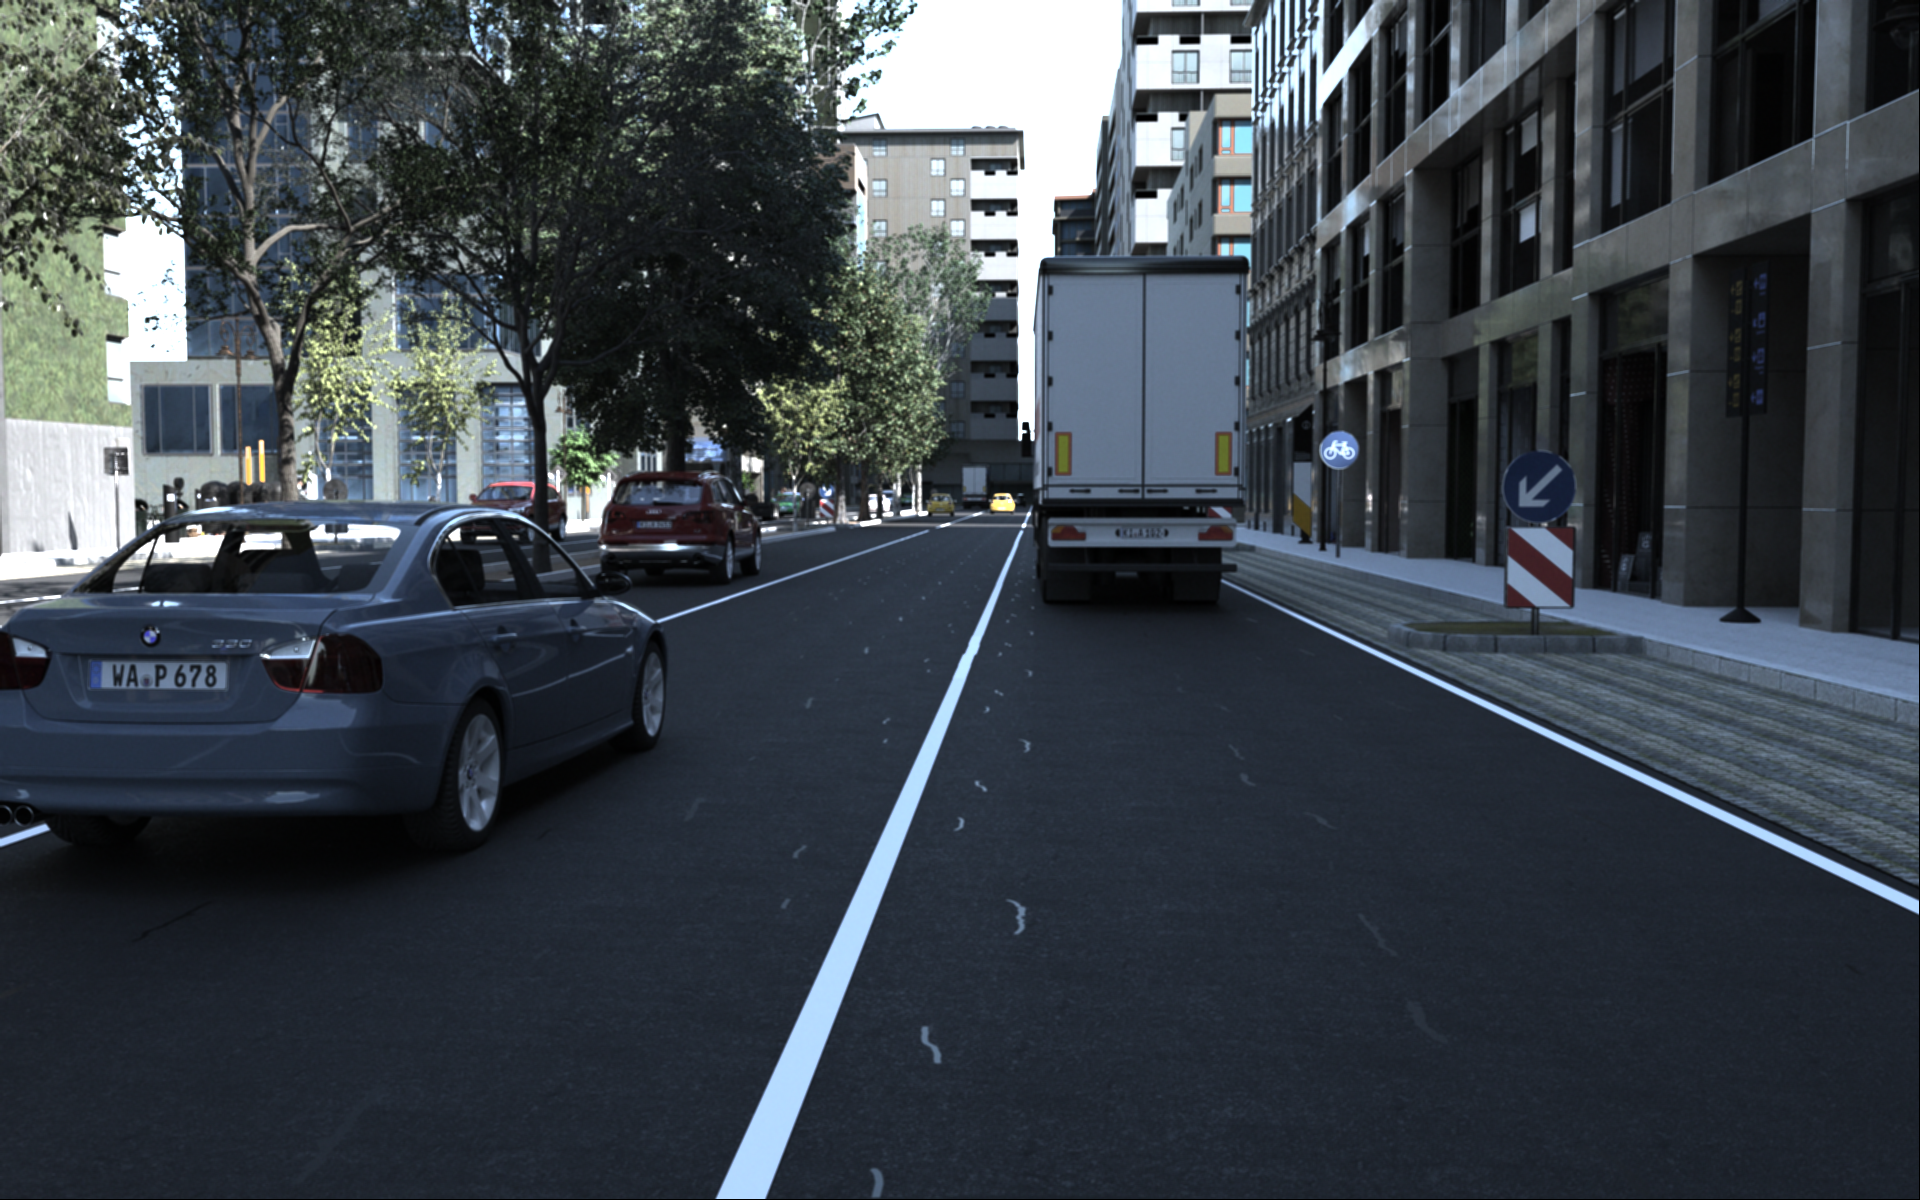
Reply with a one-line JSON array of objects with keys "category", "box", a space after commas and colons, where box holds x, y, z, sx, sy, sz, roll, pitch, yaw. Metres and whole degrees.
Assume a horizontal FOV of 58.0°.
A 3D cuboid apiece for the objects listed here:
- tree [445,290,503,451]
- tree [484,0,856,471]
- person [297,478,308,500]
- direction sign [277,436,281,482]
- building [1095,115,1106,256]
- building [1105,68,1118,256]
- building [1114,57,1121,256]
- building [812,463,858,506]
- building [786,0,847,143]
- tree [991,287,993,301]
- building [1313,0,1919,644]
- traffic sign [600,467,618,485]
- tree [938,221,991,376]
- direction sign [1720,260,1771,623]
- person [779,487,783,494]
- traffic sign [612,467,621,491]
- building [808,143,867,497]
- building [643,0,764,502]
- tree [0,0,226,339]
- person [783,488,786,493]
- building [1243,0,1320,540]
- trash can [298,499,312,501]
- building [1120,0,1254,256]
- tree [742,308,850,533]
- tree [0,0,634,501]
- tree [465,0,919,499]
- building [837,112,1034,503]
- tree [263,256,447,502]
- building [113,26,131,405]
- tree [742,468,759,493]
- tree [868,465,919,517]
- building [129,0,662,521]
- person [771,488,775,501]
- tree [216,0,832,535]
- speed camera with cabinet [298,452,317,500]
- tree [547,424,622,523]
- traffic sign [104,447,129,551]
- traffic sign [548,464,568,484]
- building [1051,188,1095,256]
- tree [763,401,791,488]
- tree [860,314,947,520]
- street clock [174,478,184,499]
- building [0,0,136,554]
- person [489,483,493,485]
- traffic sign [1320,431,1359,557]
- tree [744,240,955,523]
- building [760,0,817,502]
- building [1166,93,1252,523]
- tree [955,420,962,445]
[{"category": "tree", "box": [-18.505, -6.803, 61.584, 4.737, 8.622, 4.395, 0, 3, 0]}, {"category": "tree", "box": [-6.881, -8.084, 41.292, 9.857, 13.997, 8.962, 0, 3, 0]}, {"category": "person", "box": [-20.872, -2.978, 54.914, 0.511, 1.800, 0.466, 3, 5, 39]}, {"category": "direction sign", "box": [-26.600, -4.631, 67.716, 0.379, 3.537, 0.876, -2, 4, -28]}, {"category": "building", "box": [27.478, -35.938, 211.294, 21.300, 48.544, 21.600, 0, 4, 3]}, {"category": "building", "box": [27.251, -34.598, 189.380, 21.300, 48.544, 21.600, 0, 4, 3]}, {"category": "building", "box": [22.535, -31.908, 171.804, 14.600, 45.320, 14.200, 0, 4, 3]}, {"category": "building", "box": [-26.831, -21.462, 195.948, 27.650, 21.520, 28.899, 0, 4, 3]}, {"category": "building", "box": [-27.137, -49.286, 244.080, 20.611, 71.187, 20.563, 0, 4, 3]}, {"category": "tree", "box": [-4.236, -16.545, 128.850, 12.611, 20.169, 13.585, 0, 3, 0]}, {"category": "building", "box": [18.253, -13.672, 28.056, 19.350, 26.468, 34.151, 0, 4, 3]}, {"category": "traffic sign", "box": [-15.180, -4.446, 74.887, 0.795, 2.593, 0.064, 0, 4, 3]}, {"category": "tree", "box": [-5.167, -15.476, 111.375, 12.611, 20.169, 13.585, 0, 3, 0]}, {"category": "direction sign", "box": [7.841, -1.548, 17.300, 0.379, 3.537, 0.876, 0, 4, 1]}, {"category": "person", "box": [-14.292, -8.104, 138.635, 0.778, 1.811, 0.616, -2, 4, -31]}, {"category": "traffic sign", "box": [-16.527, -5.049, 82.660, 0.768, 2.556, 0.104, 1, 4, 11]}, {"category": "building", "box": [-19.400, -34.700, 217.452, 14.200, 45.320, 14.600, 0, 4, 3]}, {"category": "building", "box": [-27.155, -30.978, 130.188, 21.300, 48.544, 21.600, 0, 4, 3]}, {"category": "tree", "box": [-8.519, -3.775, 14.533, 4.360, 8.622, 3.978, 0, 3, 0]}, {"category": "person", "box": [-14.409, -8.324, 142.115, 0.573, 1.828, 0.580, 1, 4, 13]}, {"category": "building", "box": [14.894, -12.578, 54.805, 9.793, 20.994, 18.267, 0, 4, 3]}, {"category": "trash can", "box": [-18.640, -2.273, 48.817, 0.748, 1.137, 0.748, 0, 3, 0]}, {"category": "building", "box": [26.421, -33.300, 133.687, 28.713, 52.752, 27.495, 0, 4, 3]}, {"category": "tree", "box": [-5.939, -6.693, 62.250, 4.737, 8.622, 4.395, 0, 3, 0]}, {"category": "tree", "box": [-7.843, -5.116, 20.519, 8.767, 10.594, 7.601, 0, 4, 3]}, {"category": "tree", "box": [-7.916, -11.873, 52.473, 12.611, 20.169, 13.585, 0, 3, 0]}, {"category": "building", "box": [-2.362, -40.240, 247.169, 27.495, 52.752, 28.713, 0, 4, 3]}, {"category": "tree", "box": [-18.862, -6.208, 51.870, 4.737, 8.622, 4.395, 0, 3, 0]}, {"category": "building", "box": [-43.867, -31.475, 56.611, 28.212, 58.520, 21.231, 0, 4, 3]}, {"category": "tree", "box": [-15.334, -7.826, 122.562, 1.663, 3.219, 1.824, 0, 3, 0]}, {"category": "tree", "box": [-3.959, -9.191, 103.096, 4.360, 8.622, 3.978, 0, 3, 0]}, {"category": "building", "box": [-29.114, -47.825, 94.608, 22.319, 86.520, 31.000, 0, 4, 3]}, {"category": "person", "box": [-15.757, -8.539, 146.206, 0.362, 1.759, 0.519, -2, 4, -26]}, {"category": "tree", "box": [-7.424, -7.185, 30.307, 12.009, 13.543, 11.850, 0, 3, 0]}, {"category": "speed camera with cabinet", "box": [-31.033, -5.300, 80.985, 2.038, 3.252, 0.660, 2, 4, 25]}, {"category": "tree", "box": [-17.101, -5.800, 78.549, 4.285, 4.588, 4.351, 0, 3, 0]}, {"category": "traffic sign", "box": [-18.515, -2.196, 38.040, 0.606, 2.300, 0.079, 1, 4, 10]}, {"category": "traffic sign", "box": [-15.536, -3.958, 66.910, 0.795, 2.593, 0.064, 0, 4, 3]}, {"category": "building", "box": [25.702, -36.057, 244.160, 28.867, 44.769, 22.147, 0, 4, 3]}, {"category": "tree", "box": [-14.916, -12.937, 145.929, 8.767, 10.594, 7.601, 0, 4, 5]}, {"category": "tree", "box": [-4.587, -10.770, 96.681, 7.486, 12.596, 7.792, 0, 3, 0]}, {"category": "street clock", "box": [-34.313, -4.377, 76.131, 0.358, 2.002, 0.471, 0, 4, 4]}, {"category": "building", "box": [-27.267, -21.442, 34.172, 14.154, 41.232, 14.086, 0, 4, 3]}, {"category": "person", "box": [-21.556, -4.505, 79.879, 0.721, 1.800, 0.419, 3, 5, 43]}, {"category": "traffic sign", "box": [7.651, -2.133, 34.985, 0.768, 2.556, 0.104, 1, 4, 11]}, {"category": "tree", "box": [-5.384, -9.674, 77.636, 9.611, 12.733, 9.660, 0, 3, 0]}, {"category": "building", "box": [-25.717, -33.382, 165.407, 23.786, 49.044, 30.456, 0, 4, 3]}, {"category": "building", "box": [26.030, -14.877, 88.277, 28.899, 21.520, 27.650, 0, 4, 3]}, {"category": "tree", "box": [-4.821, -10.266, 87.313, 9.611, 12.733, 9.660, 0, 3, 0]}]
